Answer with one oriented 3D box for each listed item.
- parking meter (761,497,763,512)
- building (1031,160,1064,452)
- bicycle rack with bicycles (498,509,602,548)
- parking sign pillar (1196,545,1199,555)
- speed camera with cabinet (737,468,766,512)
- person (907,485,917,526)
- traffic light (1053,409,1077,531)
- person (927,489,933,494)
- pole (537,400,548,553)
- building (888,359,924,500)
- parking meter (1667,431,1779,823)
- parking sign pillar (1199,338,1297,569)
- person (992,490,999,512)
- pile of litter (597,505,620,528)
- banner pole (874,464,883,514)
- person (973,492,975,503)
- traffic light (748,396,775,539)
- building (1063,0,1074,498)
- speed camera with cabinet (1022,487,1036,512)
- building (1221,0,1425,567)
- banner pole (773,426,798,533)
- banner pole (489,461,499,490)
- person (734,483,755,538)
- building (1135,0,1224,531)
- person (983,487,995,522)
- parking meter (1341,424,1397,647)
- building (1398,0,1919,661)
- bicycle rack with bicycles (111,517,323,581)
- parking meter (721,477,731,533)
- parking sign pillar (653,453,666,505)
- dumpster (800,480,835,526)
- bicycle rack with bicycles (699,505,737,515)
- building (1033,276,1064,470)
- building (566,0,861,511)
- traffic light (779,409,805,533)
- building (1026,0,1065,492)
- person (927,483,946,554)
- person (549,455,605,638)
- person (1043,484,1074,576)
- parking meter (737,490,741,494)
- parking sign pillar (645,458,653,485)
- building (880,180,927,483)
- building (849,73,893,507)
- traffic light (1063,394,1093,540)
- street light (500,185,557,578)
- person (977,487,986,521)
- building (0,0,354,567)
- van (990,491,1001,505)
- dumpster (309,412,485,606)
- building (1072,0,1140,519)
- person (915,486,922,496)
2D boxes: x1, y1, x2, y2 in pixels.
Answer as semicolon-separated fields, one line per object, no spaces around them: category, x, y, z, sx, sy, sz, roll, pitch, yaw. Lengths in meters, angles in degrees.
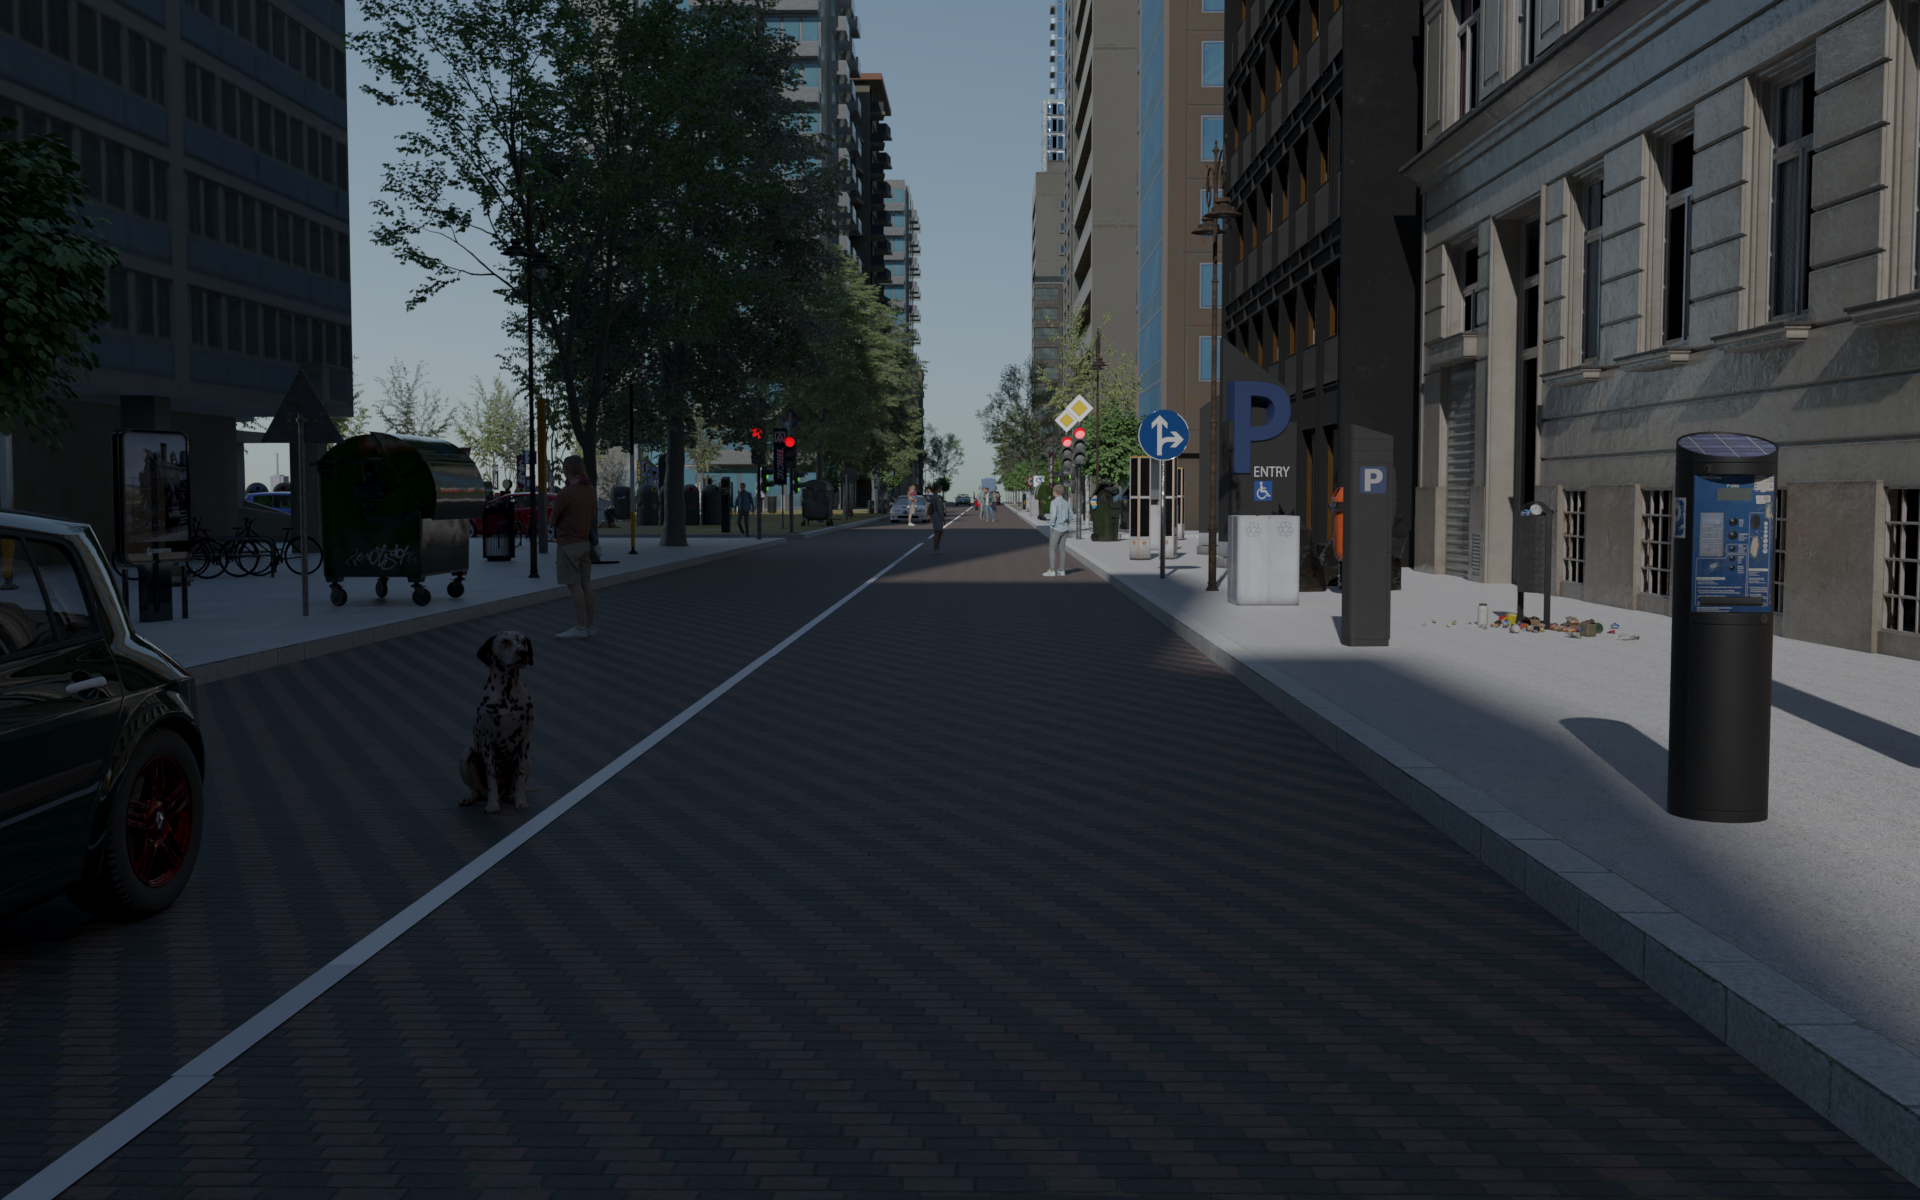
parking meter;-14.537;-7.346;125.820;0.255;1.863;0.399;2;4;30
building;21.129;-38.122;246.992;21.300;48.544;21.600;0;4;1
bicycle rack with bicycles;-9.869;-1.751;42.016;2.852;0.926;2.925;0;4;4
parking sign pillar;5.759;-2.952;36.743;1.447;3.967;1.447;2;4;26
speed camera with cabinet;-15.035;-7.981;124.824;2.038;3.252;0.660;1;4;8
person;-2.185;-4.295;78.698;0.573;1.828;0.580;-3;5;-40
traffic light;3.473;-4.151;56.784;0.839;4.253;0.868;0;4;1
person;-2.093;-6.920;121.828;0.592;1.802;0.473;3;5;40
pole;-9.033;-2.668;37.457;0.158;3.312;0.155;0;3;0
building;-19.184;-23.819;234.475;27.650;21.520;28.899;0;4;1
parking meter;3.029;0.093;6.883;0.372;1.533;0.369;0;3;0
parking sign pillar;5.183;-2.548;30.133;1.447;3.967;1.447;-1;4;-17
person;2.777;-7.908;138.319;0.617;1.759;0.750;1;4;19
pile of litter;-13.517;-3.166;65.733;1.176;0.858;1.719;-1;4;-17
banner pole;-5.123;-7.318;109.671;0.863;3.779;0.401;2;4;32
person;2.143;-15.806;266.906;0.705;1.826;1.348;0;4;-7
traffic light;-5.674;-3.671;48.938;0.839;4.253;0.868;0;4;1
building;20.061;-46.174;193.197;20.563;71.187;20.611;0;4;1
speed camera with cabinet;5.121;-7.987;124.919;0.660;3.252;2.038;-1;4;-21
building;12.914;-12.703;37.369;12.332;23.373;15.834;0;4;1
banner pole;-5.834;-4.141;57.729;0.863;3.779;0.401;0;4;5
banner pole;-34.593;-8.462;128.378;0.863;3.779;0.401;-2;4;-26
person;-6.693;-2.746;53.747;0.601;1.785;0.444;1;4;17
building;14.366;-25.414;65.622;14.200;45.320;14.600;0;4;1
person;1.488;-4.967;90.056;0.623;1.781;0.721;1;4;22
parking meter;3.452;-0.545;14.628;0.399;1.863;0.255;0;4;-6
building;14.597;-11.045;13.877;16.112;22.955;30.059;0;4;1
bicycle rack with bicycles;-11.491;-0.835;27.028;2.925;0.926;2.852;-1;4;-19
parking meter;-7.790;-3.173;57.596;0.255;1.863;0.399;0;4;3
parking sign pillar;-14.733;-6.106;88.307;1.447;3.967;1.447;-1;4;-14
dumpster;-5.739;-3.904;69.583;1.264;1.857;1.865;0;4;1
bicycle rack with bicycles;-14.578;-5.533;103.843;2.925;0.926;2.852;0;4;-2
building;16.678;-28.018;229.797;14.160;30.474;14.107;0;4;1
building;-20.087;-32.293;147.604;23.786;49.044;30.456;0;4;1
traffic light;-5.538;-4.159;56.921;0.839;4.253;0.868;0;4;1
building;21.810;-58.725;272.820;22.319;86.520;31.000;0;4;1
person;-0.549;-1.962;41.585;0.522;1.701;0.512;-1;4;-21
person;-3.852;-0.546;17.396;0.573;1.828;0.580;-2;4;-25
person;1.732;-1.229;30.397;0.589;1.601;0.330;-3;4;-37
parking meter;-14.329;-6.396;112.986;0.372;1.533;0.369;0;3;0
parking sign pillar;-22.490;-8.486;127.215;1.447;3.967;1.447;-3;5;-44
building;-17.292;-39.365;263.229;23.786;49.044;30.456;0;4;1
building;-18.388;-32.004;177.894;22.147;44.769;28.867;0;4;1
traffic light;3.336;-3.662;48.800;0.839;4.253;0.868;0;4;1
street light;-6.522;-3.275;26.337;0.468;5.910;1.993;0;4;1
person;1.228;-5.223;93.996;0.391;1.810;0.635;2;4;35
building;-25.225;-20.771;31.492;23.993;40.220;32.217;0;4;1
van;4.633;-13.914;234.509;2.013;2.044;4.112;0;4;-1
dumpster;-6.641;-1.102;20.510;1.502;2.255;1.985;0;4;1
building;17.585;-29.021;98.193;21.300;48.544;21.600;0;4;1
person;-2.455;-5.475;97.370;0.474;1.900;0.648;2;4;24
